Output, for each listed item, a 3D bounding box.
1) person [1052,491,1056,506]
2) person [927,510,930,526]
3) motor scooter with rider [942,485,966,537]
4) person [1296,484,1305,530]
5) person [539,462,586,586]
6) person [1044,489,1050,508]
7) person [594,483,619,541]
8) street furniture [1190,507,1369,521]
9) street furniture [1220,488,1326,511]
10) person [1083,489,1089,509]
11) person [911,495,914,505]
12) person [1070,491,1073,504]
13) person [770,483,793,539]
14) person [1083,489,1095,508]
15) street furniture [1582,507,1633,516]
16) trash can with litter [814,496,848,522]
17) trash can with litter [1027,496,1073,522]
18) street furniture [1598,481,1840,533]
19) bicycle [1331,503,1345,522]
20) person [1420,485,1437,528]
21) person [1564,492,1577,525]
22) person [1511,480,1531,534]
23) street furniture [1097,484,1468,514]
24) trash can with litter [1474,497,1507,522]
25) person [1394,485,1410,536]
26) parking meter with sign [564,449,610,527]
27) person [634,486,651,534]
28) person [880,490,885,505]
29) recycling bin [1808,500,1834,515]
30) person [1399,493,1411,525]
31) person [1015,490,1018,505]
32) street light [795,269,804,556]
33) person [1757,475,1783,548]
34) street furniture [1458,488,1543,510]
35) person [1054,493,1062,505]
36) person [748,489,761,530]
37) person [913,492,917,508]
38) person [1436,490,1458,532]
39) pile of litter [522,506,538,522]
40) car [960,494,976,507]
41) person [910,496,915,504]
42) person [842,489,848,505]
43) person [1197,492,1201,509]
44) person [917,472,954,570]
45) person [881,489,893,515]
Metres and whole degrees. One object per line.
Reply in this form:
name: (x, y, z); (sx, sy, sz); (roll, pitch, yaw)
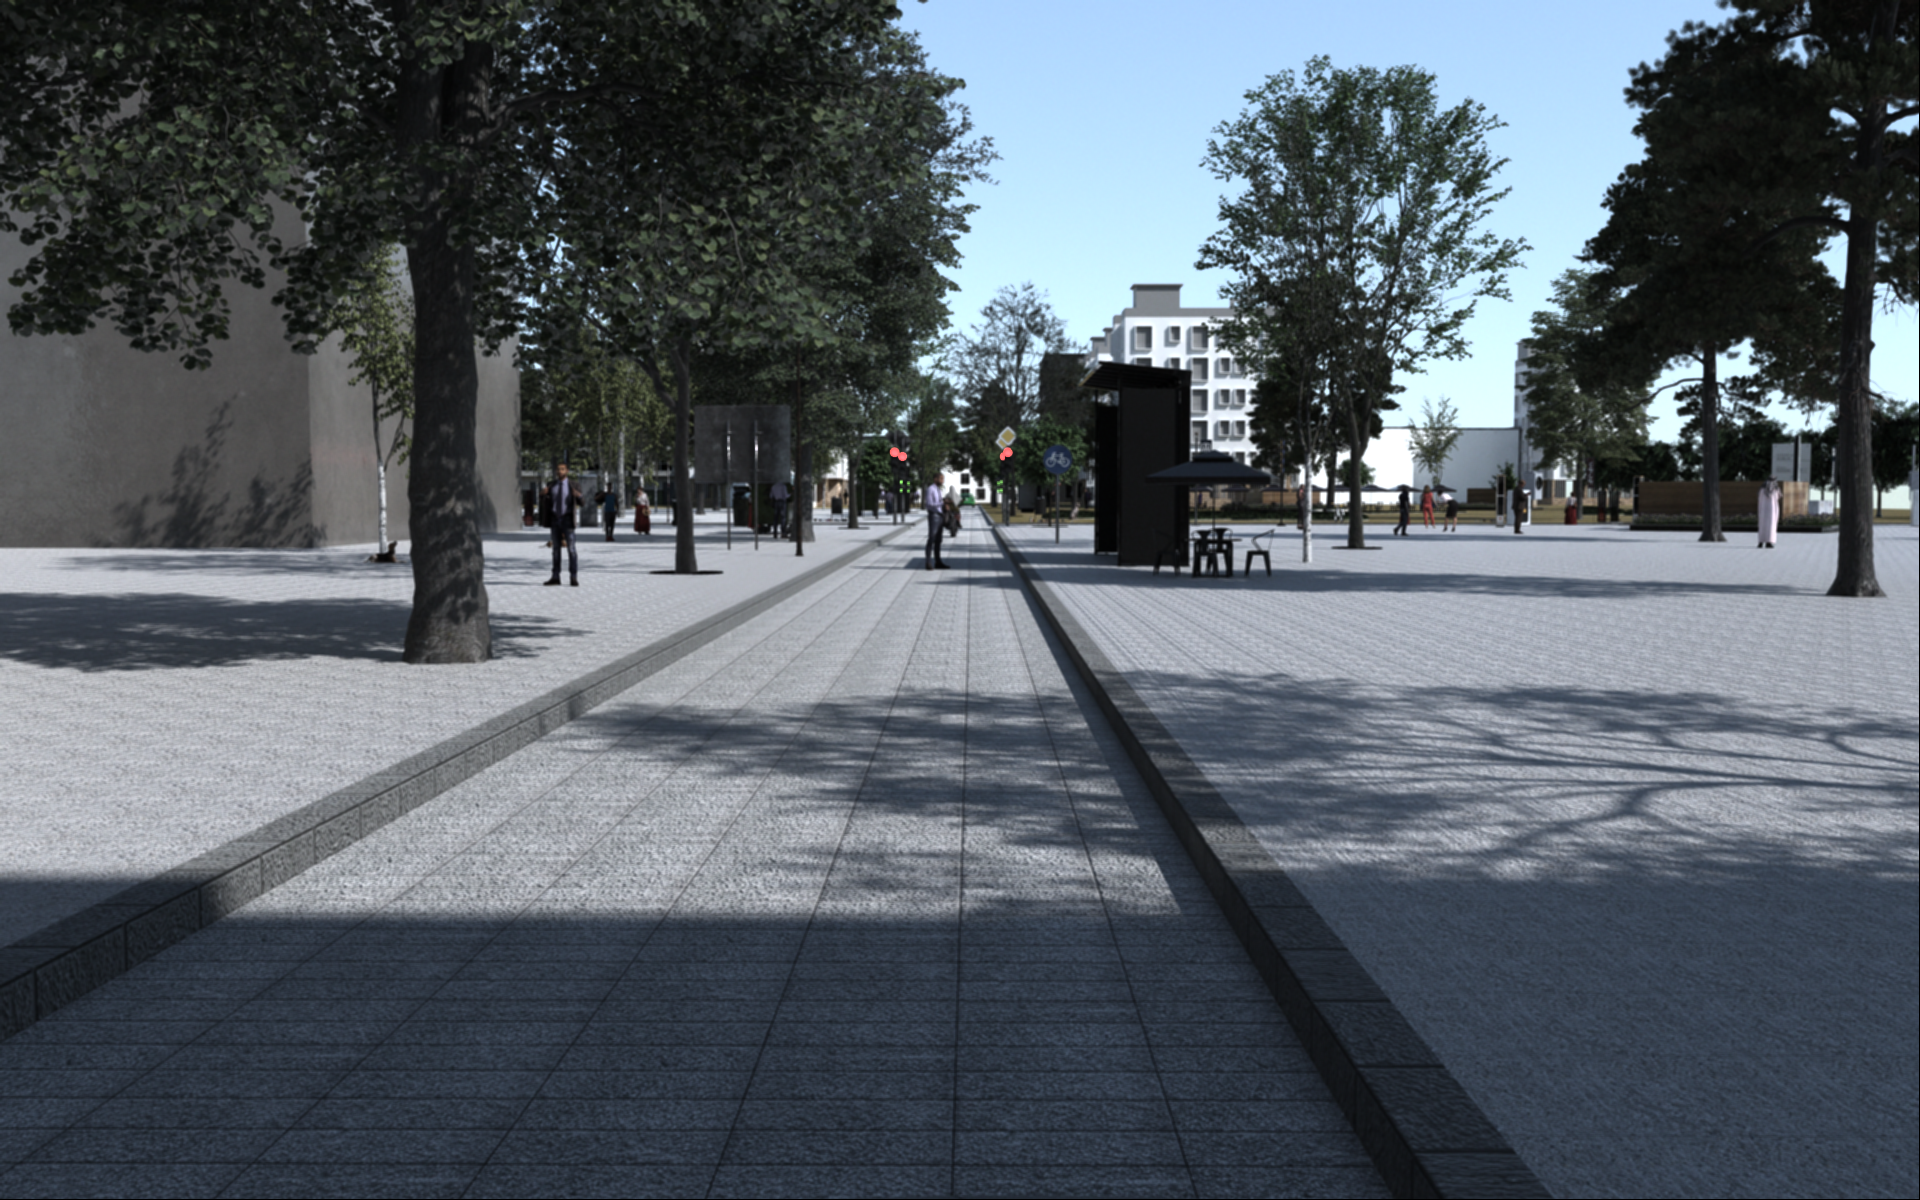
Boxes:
person: (9.865, -10.675, 182.049); (0.415, 1.643, 0.593); (-2, 4, -29)
person: (-1.147, -3.618, 69.863); (0.429, 1.552, 0.499); (2, 4, 28)
motor scooter with rider: (-0.193, -2.988, 57.815); (0.876, 1.779, 1.986); (0, 4, 1)
person: (12.318, -3.345, 62.210); (0.415, 1.643, 0.593); (-2, 4, -33)
person: (-5.561, -1.058, 24.166); (0.655, 1.722, 0.431); (1, 4, 11)
person: (8.387, -9.744, 165.384); (1.348, 1.821, 0.705); (-3, 5, -44)
person: (-9.591, -2.397, 47.108); (0.647, 1.594, 0.662); (-2, 4, -32)
street furniture: (15.068, -4.299, 85.909); (10.072, 0.657, 5.734); (0, 4, 6)
street furniture: (23.429, -7.699, 132.725); (9.812, 1.723, 11.010); (-1, 4, -21)
person: (10.605, -8.536, 146.315); (0.504, 1.737, 0.576); (-2, 4, -24)
person: (-5.458, -11.845, 200.424); (1.217, 1.735, 0.721); (-2, 4, -29)
person: (14.722, -13.389, 225.679); (0.721, 1.736, 1.217); (-3, 4, -37)
person: (-5.107, -2.693, 49.946); (0.709, 1.838, 0.599); (2, 4, 33)
person: (12.060, -9.470, 161.554); (1.217, 1.739, 0.721); (-1, 4, -19)
street furniture: (42.026, -5.372, 103.462); (5.734, 0.657, 10.072); (-1, 4, -18)
trash can with litter: (-6.116, -4.279, 81.020); (2.233, 1.210, 1.678); (1, 4, 9)
trash can with litter: (4.035, -4.159, 79.056); (2.233, 1.210, 1.678); (1, 4, 15)
street furniture: (27.432, -3.271, 60.336); (11.010, 1.723, 9.812); (2, 4, 35)
bicycle: (17.303, -4.023, 78.996); (0.635, 0.972, 1.543); (0, 4, -3)
person: (17.726, -3.536, 65.565); (0.593, 1.614, 0.444); (3, 4, 37)
person: (25.952, -3.828, 73.553); (0.523, 1.526, 0.387); (0, 4, 4)
person: (18.190, -3.022, 56.134); (0.600, 1.739, 0.565); (-1, 4, -22)
street furniture: (22.058, -6.679, 114.229); (27.439, 1.986, 14.083); (-1, 4, -10)
trash can with litter: (24.972, -4.227, 80.164); (2.233, 1.210, 1.678); (1, 4, 15)
person: (13.581, -2.748, 53.180); (0.471, 1.553, 0.569); (1, 4, 22)
parking meter with sign: (-14.556, -4.377, 67.820); (1.738, 3.016, 0.543); (-1, 4, -22)
person: (-10.117, -2.852, 55.146); (0.523, 1.526, 0.387); (-1, 4, -9)
person: (-9.529, -12.604, 211.994); (0.709, 1.838, 0.599); (-1, 4, -17)
recycling bin: (33.716, -3.387, 67.936); (0.722, 1.027, 0.722); (-1, 4, -11)
person: (19.214, -3.902, 74.757); (0.523, 1.526, 0.387); (-3, 5, -40)
person: (6.416, -11.634, 197.053); (0.721, 1.735, 1.217); (-1, 4, -20)
street light: (-3.328, -3.847, 35.689); (0.468, 5.910, 1.993); (0, 4, 0)
person: (19.318, -2.118, 41.341); (0.551, 1.740, 0.621); (1, 4, 20)
street furniture: (42.058, -8.084, 139.023); (9.812, 1.723, 11.010); (2, 4, 28)
person: (11.923, -12.612, 212.934); (1.217, 1.739, 0.721); (1, 4, 16)
person: (-7.250, -3.227, 61.272); (0.523, 1.526, 0.387); (0, 4, -2)
person: (-4.072, -9.572, 162.416); (0.709, 1.838, 0.599); (-1, 4, -12)
person: (16.695, -3.070, 59.420); (0.799, 1.438, 0.628); (1, 4, 23)
pile of litter: (-19.777, -4.011, 79.540); (1.719, 0.858, 1.176); (1, 4, 8)
car: (0.708, -10.863, 186.411); (1.959, 1.807, 4.718); (0, 4, 1)
person: (-6.073, -12.770, 215.386); (0.990, 1.755, 0.434); (0, 4, -3)
person: (-13.368, -12.021, 202.214); (0.705, 1.869, 1.348); (-2, 4, -33)
person: (19.906, -8.309, 144.267); (0.546, 1.535, 0.453); (2, 4, 35)
person: (-0.345, -1.493, 32.778); (0.599, 1.838, 0.709); (1, 4, 23)
person: (-4.323, -5.980, 105.773); (0.963, 1.587, 0.435); (-2, 4, -29)
